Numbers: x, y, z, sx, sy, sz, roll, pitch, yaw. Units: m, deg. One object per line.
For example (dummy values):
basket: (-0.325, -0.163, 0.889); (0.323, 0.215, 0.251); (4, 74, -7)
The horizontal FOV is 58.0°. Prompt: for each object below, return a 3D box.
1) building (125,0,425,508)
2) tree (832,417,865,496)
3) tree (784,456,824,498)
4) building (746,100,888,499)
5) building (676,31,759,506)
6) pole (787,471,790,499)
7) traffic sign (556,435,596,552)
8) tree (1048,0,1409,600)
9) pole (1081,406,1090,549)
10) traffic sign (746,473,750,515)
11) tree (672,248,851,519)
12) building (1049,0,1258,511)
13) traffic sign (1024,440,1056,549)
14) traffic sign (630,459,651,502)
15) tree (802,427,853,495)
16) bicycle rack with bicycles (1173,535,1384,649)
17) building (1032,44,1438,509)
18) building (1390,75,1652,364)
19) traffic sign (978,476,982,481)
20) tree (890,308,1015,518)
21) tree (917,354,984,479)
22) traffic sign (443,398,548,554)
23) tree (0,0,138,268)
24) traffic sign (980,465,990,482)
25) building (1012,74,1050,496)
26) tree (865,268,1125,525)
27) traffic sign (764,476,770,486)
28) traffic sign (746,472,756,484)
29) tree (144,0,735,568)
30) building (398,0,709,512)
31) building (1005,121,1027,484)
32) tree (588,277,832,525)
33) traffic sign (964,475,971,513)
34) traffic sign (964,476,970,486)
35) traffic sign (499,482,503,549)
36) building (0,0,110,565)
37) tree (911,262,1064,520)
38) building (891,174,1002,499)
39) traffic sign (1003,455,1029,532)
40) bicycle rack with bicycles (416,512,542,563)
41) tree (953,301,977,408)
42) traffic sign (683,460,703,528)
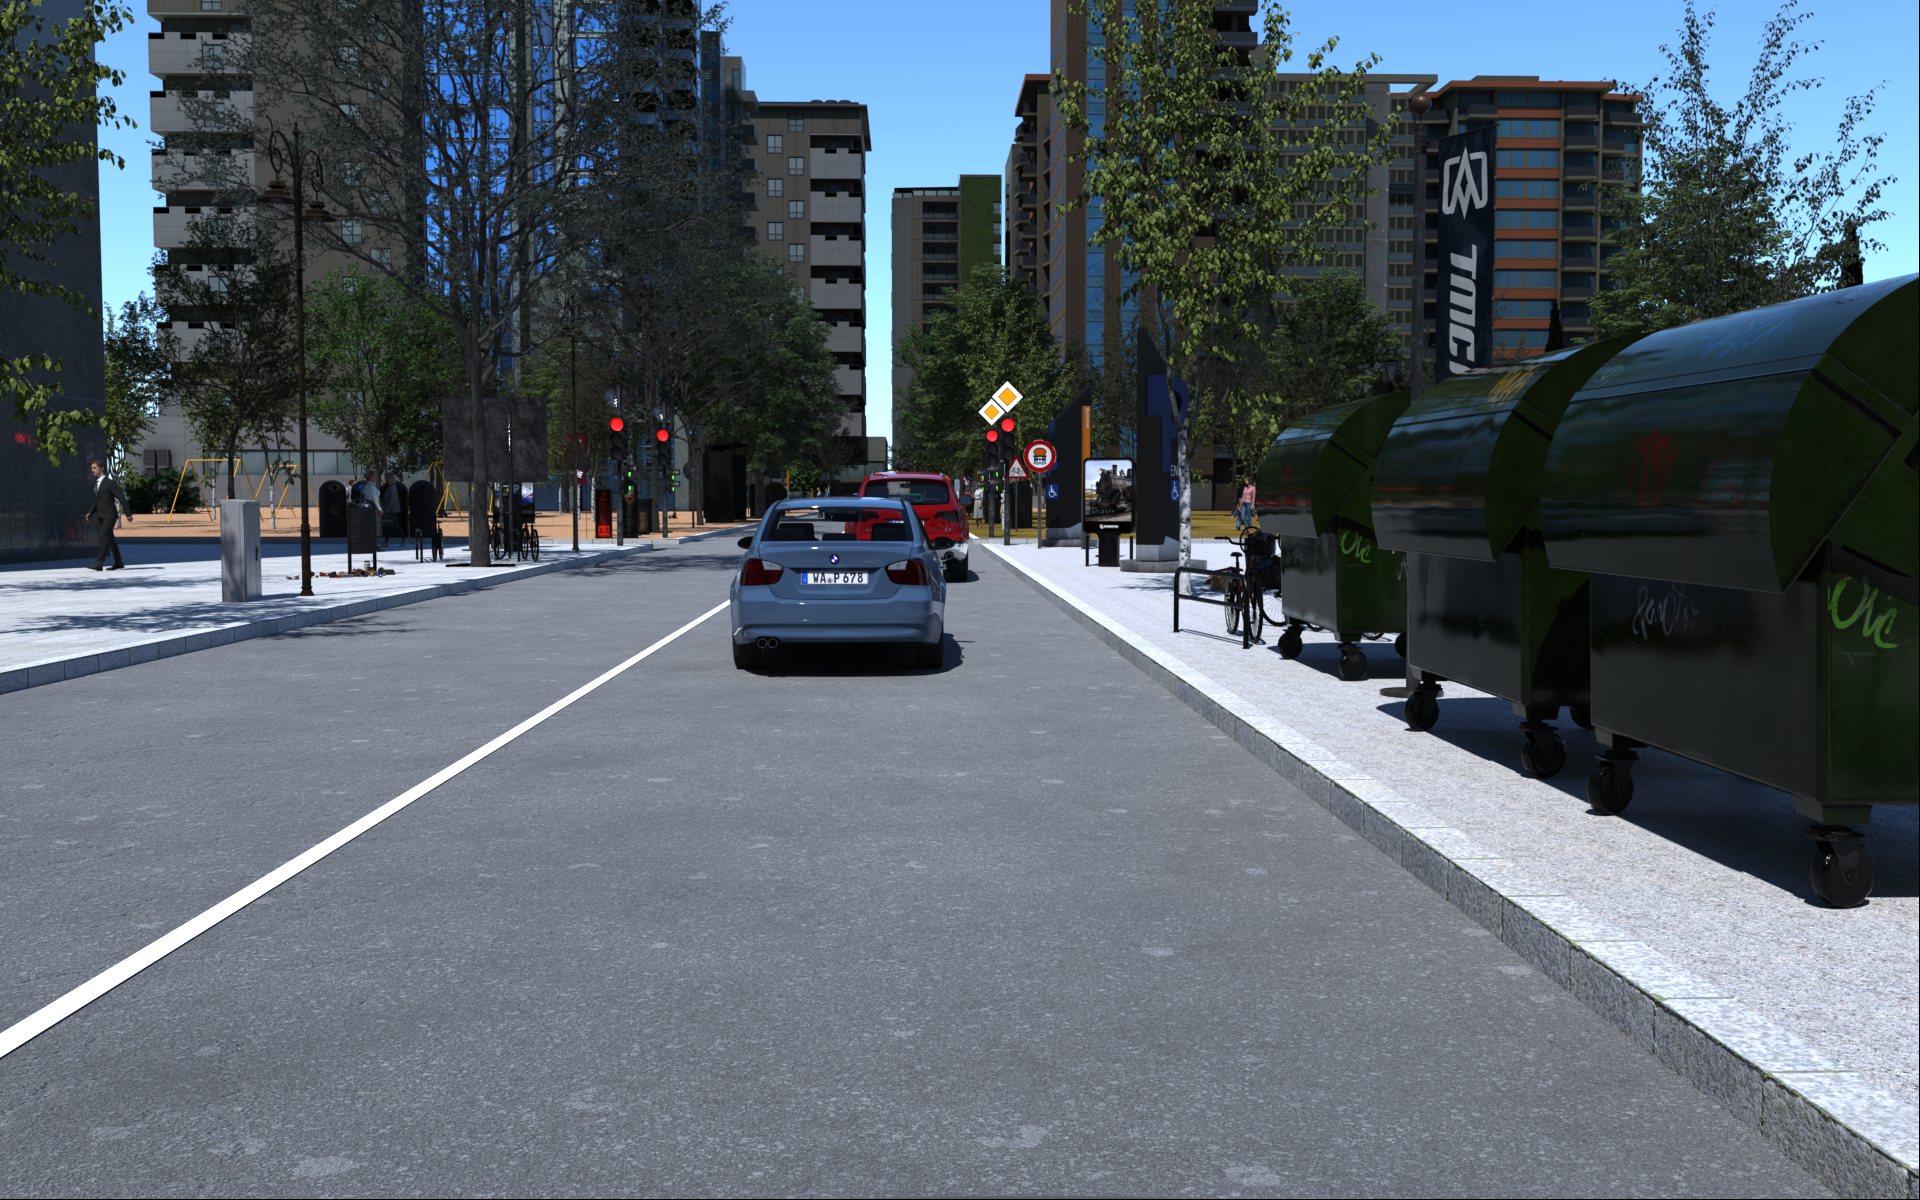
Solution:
building: (-66.008, -35.981, 177.524); (27.495, 52.752, 28.713); (0, 4, -2)
tree: (-14.222, -15.941, 195.042); (8.767, 10.594, 7.601); (1, 4, 18)
tree: (-13.084, -9.809, 144.088); (4.285, 4.588, 4.351); (0, 3, 0)
building: (-23.627, -39.296, 231.725); (27.495, 52.752, 28.713); (0, 4, -2)
building: (-36.512, -34.277, 180.030); (30.456, 49.044, 23.786); (0, 4, -2)
pole: (-12.441, -8.050, 125.455); (0.158, 3.312, 0.155); (0, 3, 0)
traffic sign: (-8.426, -2.325, 38.016); (0.884, 2.594, 0.081); (0, 4, 2)
tree: (2.809, -4.294, 20.571); (4.737, 8.622, 4.395); (0, 3, 0)
pole: (2.920, -2.834, 40.178); (0.158, 3.312, 0.155); (0, 3, 0)
traffic sign: (-13.043, -6.529, 106.757); (0.884, 2.594, 0.081); (0, 4, 3)
tree: (-10.302, -11.196, 89.713); (9.857, 13.997, 8.962); (0, 3, 0)
building: (14.419, -29.591, 133.922); (14.600, 45.320, 14.200); (0, 4, -2)
traffic sign: (1.872, -2.481, 40.672); (0.768, 2.556, 0.104); (0, 4, 1)
traffic sign: (-11.925, -3.940, 64.423); (0.884, 2.594, 0.081); (0, 4, -1)
tree: (-12.848, -13.505, 171.173); (4.360, 8.622, 3.978); (0, 3, 0)
bicycle rack with bicycles: (3.147, -0.133, 15.552); (2.852, 0.926, 2.925); (-1, 4, -11)
building: (22.914, -28.260, 153.928); (32.217, 40.220, 23.993); (0, 4, -2)
building: (57.597, -32.401, 184.377); (28.867, 44.769, 22.147); (0, 4, -2)
traffic sign: (1.436, -6.066, 99.282); (0.768, 2.556, 0.104); (0, 4, 6)
tree: (-0.008, -10.330, 94.650); (9.928, 11.665, 9.643); (0, 3, 0)
tree: (-0.273, -14.022, 139.628); (12.009, 13.543, 11.850); (0, 3, 0)
traffic sign: (-9.843, -2.619, 36.690); (2.265, 3.308, 0.079); (0, 4, 5)
tree: (-9.005, -3.943, 14.831); (4.737, 8.622, 4.395); (0, 3, 0)
traffic sign: (1.285, -4.743, 77.556); (0.884, 2.594, 0.081); (0, 4, -1)
building: (16.987, -32.133, 180.001); (22.147, 44.769, 28.867); (0, 4, -2)
tree: (1.605, -8.395, 71.675); (7.601, 10.594, 8.767); (2, 4, 25)
traffic sign: (-13.740, -7.458, 122.040); (0.768, 2.556, 0.104); (0, 3, 0)
traffic sign: (-12.157, -6.208, 101.612); (0.768, 2.556, 0.104); (0, 4, 6)
tree: (-8.389, -7.322, 30.078); (12.009, 13.543, 11.850); (0, 3, 0)
building: (-31.472, -50.551, 139.181); (22.319, 86.520, 31.000); (0, 4, -2)
building: (16.670, -37.009, 228.799); (21.600, 48.544, 21.300); (0, 4, -2)
tree: (-10.747, -8.349, 70.925); (8.767, 10.594, 7.601); (-2, 4, -23)
traffic sign: (0.344, -7.247, 118.593); (0.768, 2.556, 0.104); (0, 4, 2)
traffic sign: (0.212, -6.798, 111.152); (0.884, 2.594, 0.081); (0, 4, -2)
traffic sign: (-10.689, -2.458, 40.302); (0.768, 2.556, 0.104); (0, 4, 3)
building: (-27.263, -12.882, 28.643); (19.932, 24.808, 12.078); (0, 4, -2)
tree: (1.639, -10.205, 84.979); (7.486, 12.596, 7.792); (0, 3, 0)
building: (-1.878, -33.054, 224.020); (14.086, 41.232, 14.154); (0, 4, -2)
traffic sign: (1.894, -3.564, 58.268); (0.884, 2.594, 0.081); (0, 4, 4)
bicycle rack with bicycles: (-9.426, -1.233, 33.547); (2.852, 0.926, 2.925); (-1, 4, -19)
tree: (1.764, -6.834, 62.093); (4.737, 8.622, 4.395); (0, 3, 0)
traffic sign: (-10.102, -4.001, 65.530); (0.768, 2.556, 0.104); (0, 4, 0)
